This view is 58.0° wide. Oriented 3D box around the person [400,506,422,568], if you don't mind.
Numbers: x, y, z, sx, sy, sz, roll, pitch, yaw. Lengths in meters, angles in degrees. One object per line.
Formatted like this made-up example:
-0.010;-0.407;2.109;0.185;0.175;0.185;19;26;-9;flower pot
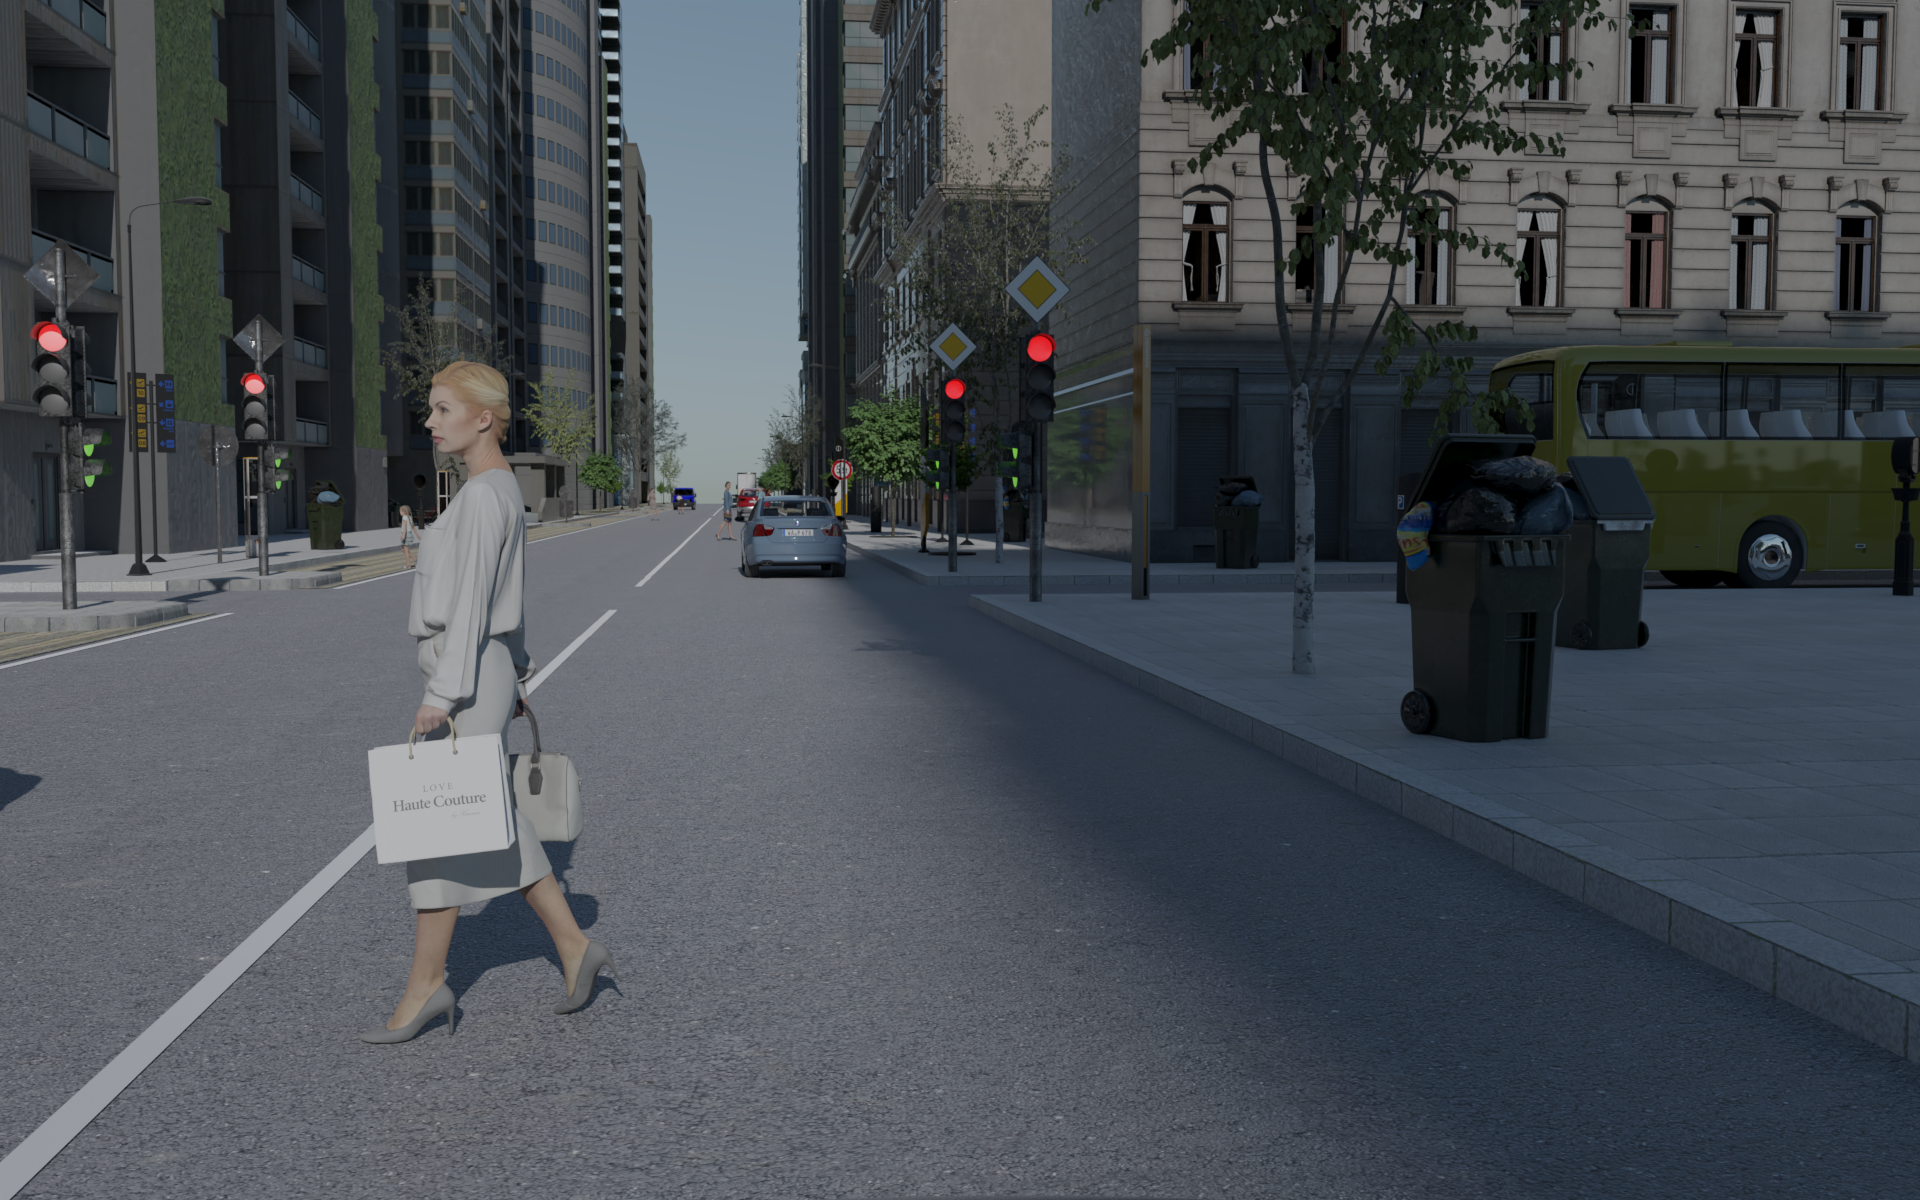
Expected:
-10.555;-1.203;33.186;0.382;1.210;0.505;0;4;-2;person

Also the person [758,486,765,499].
-10.531;-5.118;92.036;0.748;1.841;0.638;3;5;41;person

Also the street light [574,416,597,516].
-22.182;-7.961;102.706;1.470;5.913;1.316;0;4;-7;street light

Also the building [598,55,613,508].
-39.157;-28.892;155.974;14.154;41.232;14.086;0;4;-7;building

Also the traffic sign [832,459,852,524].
-4.330;-3.885;63.628;0.768;2.556;0.104;0;4;-4;traffic sign

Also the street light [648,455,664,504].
-32.857;-13.050;185.904;1.470;5.913;1.316;0;4;-7;street light

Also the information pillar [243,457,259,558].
-14.167;-1.851;34.753;0.304;2.012;0.304;-3;4;-36;information pillar

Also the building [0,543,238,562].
-23.608;-21.377;33.111;14.154;41.232;14.086;0;4;-7;building

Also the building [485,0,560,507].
-36.569;-41.057;109.541;20.563;71.187;20.611;0;4;-7;building

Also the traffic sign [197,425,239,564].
-13.656;-1.944;31.884;0.768;2.556;0.104;0;4;2;traffic sign

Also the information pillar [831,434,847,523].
-4.673;-4.671;67.728;0.504;3.616;0.183;-1;4;-16;information pillar

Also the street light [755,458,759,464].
-25.269;-15.264;222.107;1.470;5.913;1.316;0;4;-7;street light

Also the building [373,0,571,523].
-35.552;-23.802;81.044;32.217;40.220;23.993;0;4;-7;building

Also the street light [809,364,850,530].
-4.686;-5.473;62.032;1.470;5.913;1.316;0;4;-7;street light

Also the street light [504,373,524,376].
-17.383;-5.744;66.448;1.470;5.913;1.316;0;4;-7;street light

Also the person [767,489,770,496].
-13.768;-7.125;124.936;0.705;1.831;1.348;0;4;-1;person

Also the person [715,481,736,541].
-7.206;-2.744;53.389;0.654;1.822;0.581;1;4;14;person

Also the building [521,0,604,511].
-39.664;-36.214;134.097;21.231;58.520;28.212;0;4;-7;building

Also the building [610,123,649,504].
-52.188;-36.854;226.271;21.300;48.544;21.600;0;4;-7;building

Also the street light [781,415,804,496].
-9.843;-7.940;102.360;1.470;5.913;1.316;0;4;-7;street light

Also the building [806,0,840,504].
-3.888;-38.005;163.385;21.231;58.520;28.212;0;4;-7;building

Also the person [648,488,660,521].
-16.563;-5.188;93.658;0.599;1.781;0.374;1;4;15;person

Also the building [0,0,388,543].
-27.150;-22.709;54.882;14.154;41.232;14.086;0;4;-7;building

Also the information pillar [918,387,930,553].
-0.770;-2.838;37.756;0.183;3.616;0.504;-1;4;-14;information pillar

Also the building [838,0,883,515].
-1.051;-26.333;114.135;14.154;41.232;14.086;0;4;-7;building

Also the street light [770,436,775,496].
-14.541;-10.165;138.733;1.470;5.913;1.316;0;4;-7;street light

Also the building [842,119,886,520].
1.091;-15.331;92.459;13.314;21.916;24.055;0;4;-7;building

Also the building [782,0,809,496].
-14.095;-57.081;245.945;22.319;86.520;31.000;0;4;-7;building

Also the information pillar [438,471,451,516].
-16.385;-3.093;55.063;0.304;2.012;0.304;0;4;5;information pillar

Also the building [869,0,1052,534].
3.602;-16.549;67.836;12.463;27.353;25.104;0;4;-7;building

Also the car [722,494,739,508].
-20.694;-9.073;158.132;2.009;1.686;4.222;-1;4;-8;car

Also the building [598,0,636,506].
-48.790;-54.215;199.080;22.319;86.520;31.000;0;4;-7;building

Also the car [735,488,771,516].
-12.844;-6.046;107.533;2.281;1.827;5.304;0;4;-8;car

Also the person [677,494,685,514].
-20.005;-6.859;123.835;0.799;1.438;0.628;1;4;19;person

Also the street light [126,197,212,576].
-12.390;-3.341;27.162;1.470;5.913;1.316;0;4;-7;street light

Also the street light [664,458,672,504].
-38.089;-15.482;225.664;1.470;5.913;1.316;0;4;-7;street light

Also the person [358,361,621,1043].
-1.248;0.261;4.587;0.624;1.780;0.694;0;4;3;person

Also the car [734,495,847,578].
-3.025;-1.166;31.074;2.014;1.417;4.499;-1;4;-8;car

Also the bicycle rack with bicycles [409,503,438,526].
-21.069;-3.484;70.353;2.925;0.926;2.852;-2;4;-24;bicycle rack with bicycles

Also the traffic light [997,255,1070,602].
0.883;-1.935;20.557;0.839;4.253;0.868;0;4;-7;traffic light

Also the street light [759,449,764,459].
-19.764;-12.622;178.911;1.470;5.913;1.316;0;4;-7;street light

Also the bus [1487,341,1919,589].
14.358;-2.129;26.359;12.252;3.916;2.896;0;4;-6;bus

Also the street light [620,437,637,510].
-27.189;-10.364;141.990;1.470;5.913;1.316;0;4;-7;street light

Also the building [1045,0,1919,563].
11.464;-11.498;37.144;18.267;20.994;9.793;0;4;-7;building

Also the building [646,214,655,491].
-50.856;-34.368;245.508;14.154;41.232;14.086;0;4;-7;building
